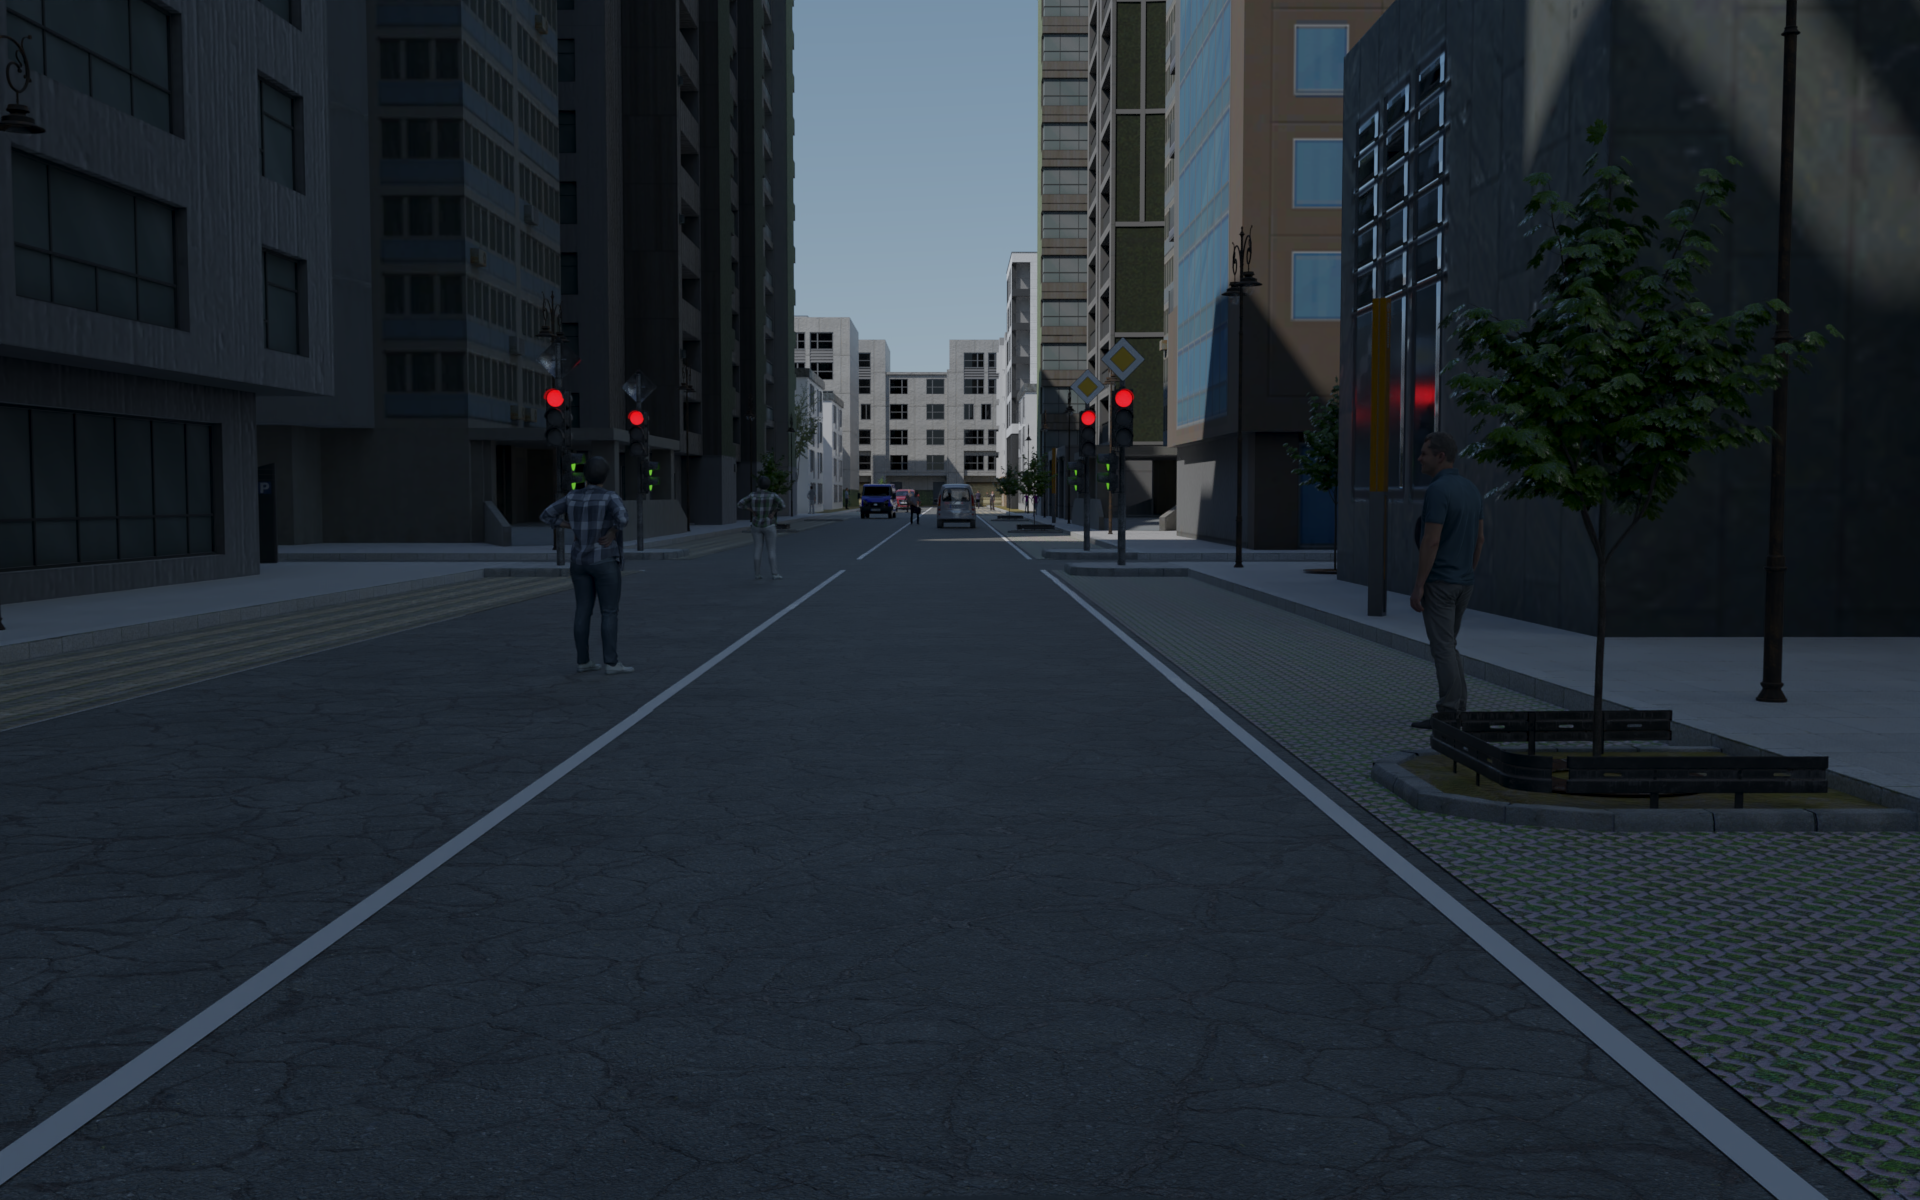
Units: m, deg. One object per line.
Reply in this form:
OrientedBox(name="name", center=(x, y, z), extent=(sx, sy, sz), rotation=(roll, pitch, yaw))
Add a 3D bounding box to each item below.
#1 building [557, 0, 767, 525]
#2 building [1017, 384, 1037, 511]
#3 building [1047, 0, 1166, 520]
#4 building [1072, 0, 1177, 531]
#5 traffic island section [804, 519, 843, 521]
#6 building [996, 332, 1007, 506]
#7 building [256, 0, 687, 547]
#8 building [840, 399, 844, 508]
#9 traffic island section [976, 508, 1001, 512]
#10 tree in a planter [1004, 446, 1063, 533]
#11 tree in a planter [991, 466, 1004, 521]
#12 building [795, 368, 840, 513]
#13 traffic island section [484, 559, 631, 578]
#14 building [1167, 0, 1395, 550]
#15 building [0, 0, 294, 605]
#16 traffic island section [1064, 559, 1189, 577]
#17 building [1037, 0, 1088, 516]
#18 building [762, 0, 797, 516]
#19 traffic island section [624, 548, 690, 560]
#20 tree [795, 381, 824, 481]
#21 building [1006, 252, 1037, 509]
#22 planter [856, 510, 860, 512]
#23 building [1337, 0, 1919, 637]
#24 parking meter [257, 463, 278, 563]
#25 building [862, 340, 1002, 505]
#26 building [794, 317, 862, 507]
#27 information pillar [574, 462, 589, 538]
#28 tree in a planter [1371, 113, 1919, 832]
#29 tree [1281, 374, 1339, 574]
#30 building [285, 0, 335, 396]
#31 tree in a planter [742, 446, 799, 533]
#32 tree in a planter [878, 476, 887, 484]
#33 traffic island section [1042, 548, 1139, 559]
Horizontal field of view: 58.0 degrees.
OrientedBox(name="building", center=(-17.082, -19.037, 82.955), extent=(14.160, 30.474, 14.107), rotation=(0, 4, 0))
OrientedBox(name="building", center=(9.406, -11.592, 131.684), extent=(9.099, 9.664, 28.070), rotation=(0, 4, 0))
OrientedBox(name="building", center=(15.389, -39.769, 88.476), extent=(20.563, 71.187, 20.611), rotation=(0, 4, 0))
OrientedBox(name="building", center=(20.993, -22.955, 67.190), extent=(32.217, 40.220, 23.993), rotation=(0, 4, 0))
OrientedBox(name="traffic island section", center=(-7.203, -4.218, 91.838), extent=(1.991, 0.108, 1.994), rotation=(0, 4, 0))
OrientedBox(name="building", center=(11.959, -20.087, 184.843), extent=(16.016, 20.091, 11.380), rotation=(0, 4, 0))
OrientedBox(name="building", center=(-25.169, -21.874, 49.519), extent=(32.217, 40.220, 23.993), rotation=(0, 4, 0))
OrientedBox(name="building", center=(-15.083, -13.163, 157.358), extent=(9.099, 9.664, 28.070), rotation=(0, 4, 0))
OrientedBox(name="traffic island section", center=(2.344, -7.256, 141.498), extent=(1.991, 0.108, 1.994), rotation=(0, 4, 0))
OrientedBox(name="tree in a planter", center=(2.750, -4.071, 63.790), extent=(1.991, 3.239, 1.994), rotation=(0, 4, 0))
OrientedBox(name="tree in a planter", center=(2.612, -5.749, 91.226), extent=(1.991, 3.239, 1.994), rotation=(0, 4, 0))
OrientedBox(name="building", center=(-14.626, -11.449, 129.343), extent=(9.099, 9.664, 28.070), rotation=(0, 4, 0))
OrientedBox(name="traffic island section", center=(-7.207, -0.545, 31.188), extent=(2.009, 0.180, 2.903), rotation=(0, 4, 0))
OrientedBox(name="building", center=(13.398, -24.143, 44.856), extent=(14.200, 45.320, 14.600), rotation=(0, 4, 0))
OrientedBox(name="building", center=(-17.099, -15.398, 23.461), extent=(14.107, 30.474, 14.160), rotation=(0, 4, 0))
OrientedBox(name="traffic island section", center=(2.934, -0.548, 31.236), extent=(2.009, 0.180, 2.903), rotation=(0, 4, 0))
OrientedBox(name="building", center=(11.700, -25.877, 106.687), extent=(14.154, 41.232, 14.086), rotation=(0, 4, 0))
OrientedBox(name="building", center=(-16.853, -25.271, 96.779), extent=(14.154, 41.232, 14.086), rotation=(0, 4, 0))
OrientedBox(name="traffic island section", center=(-7.249, -1.033, 39.173), extent=(2.009, 0.180, 2.903), rotation=(0, 4, 0))
OrientedBox(name="tree", center=(-10.820, -9.895, 112.147), extent=(4.737, 8.622, 4.395), rotation=(0, 3, 0))
OrientedBox(name="building", center=(18.206, -19.484, 162.532), extent=(27.936, 21.610, 32.646), rotation=(0, 4, 0))
OrientedBox(name="planter", center=(-7.471, -7.377, 141.755), extent=(1.991, 0.319, 1.994), rotation=(0, 4, 0))
OrientedBox(name="building", center=(16.895, -42.524, 7.933), extent=(22.319, 86.520, 31.000), rotation=(0, 4, 0))
OrientedBox(name="parking meter", center=(-12.884, -1.615, 32.111), extent=(0.399, 1.863, 0.255), rotation=(-1, 4, -15))
OrientedBox(name="building", center=(-1.262, -20.806, 206.630), extent=(31.486, 18.905, 16.747), rotation=(0, 4, 0))
OrientedBox(name="building", center=(-26.784, -19.270, 181.517), extent=(31.486, 18.905, 16.747), rotation=(0, 4, 0))
OrientedBox(name="information pillar", center=(-8.696, -2.163, 39.853), extent=(0.304, 2.012, 0.304), rotation=(0, 4, 3))
OrientedBox(name="tree in a planter", center=(3.051, -0.671, 8.189), extent=(1.991, 3.239, 1.994), rotation=(0, 4, 0))
OrientedBox(name="tree", center=(5.964, -2.042, 27.985), extent=(1.663, 3.219, 1.824), rotation=(0, 3, 0))
OrientedBox(name="building", center=(-16.878, -18.176, 68.875), extent=(14.160, 30.474, 14.107), rotation=(0, 4, 0))
OrientedBox(name="tree in a planter", center=(-7.054, -4.127, 64.698), extent=(1.991, 3.239, 1.994), rotation=(0, 4, 0))
OrientedBox(name="tree in a planter", center=(-7.606, -10.518, 169.199), extent=(1.991, 3.239, 1.994), rotation=(0, 4, 0))
OrientedBox(name="traffic island section", center=(2.892, -1.036, 39.221), extent=(2.009, 0.180, 2.903), rotation=(0, 4, 0))
